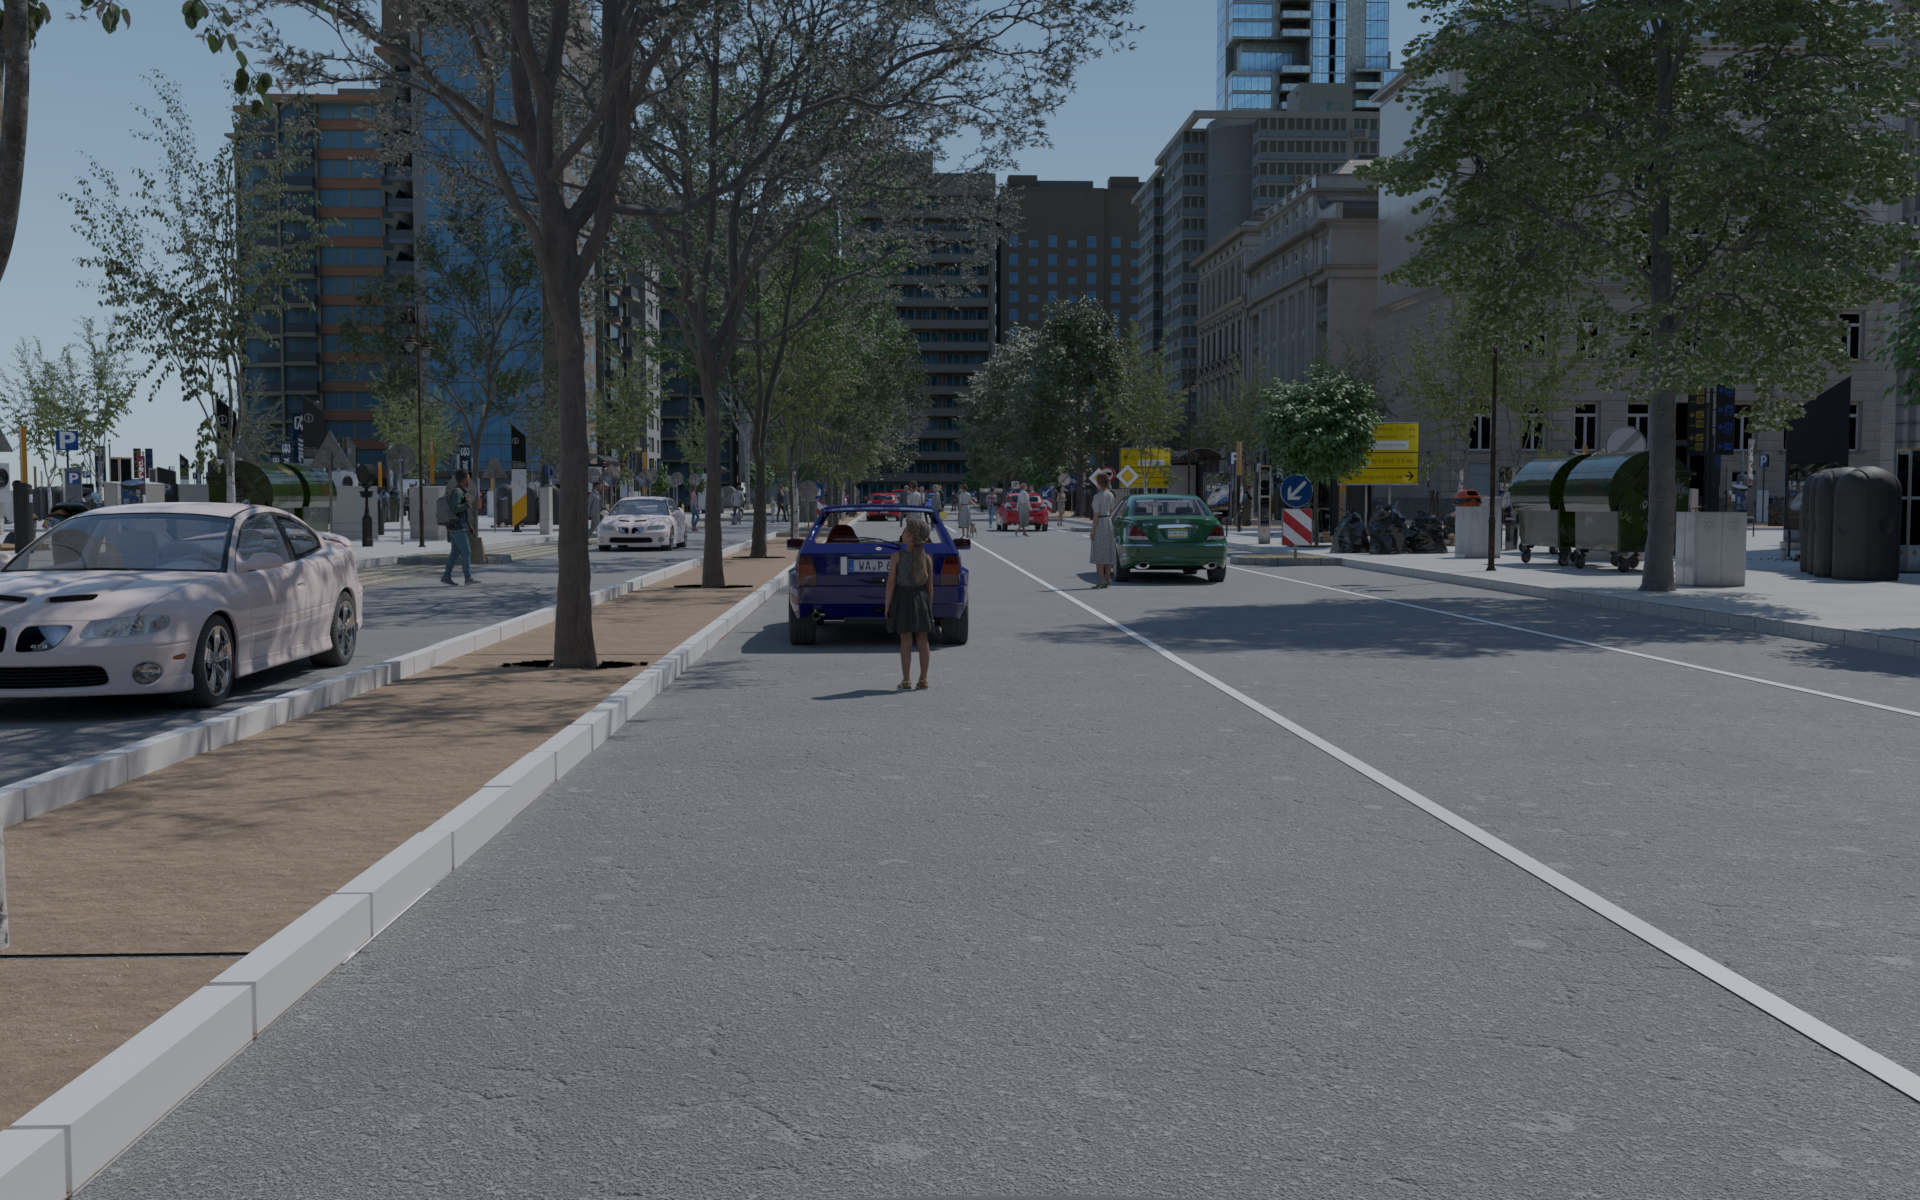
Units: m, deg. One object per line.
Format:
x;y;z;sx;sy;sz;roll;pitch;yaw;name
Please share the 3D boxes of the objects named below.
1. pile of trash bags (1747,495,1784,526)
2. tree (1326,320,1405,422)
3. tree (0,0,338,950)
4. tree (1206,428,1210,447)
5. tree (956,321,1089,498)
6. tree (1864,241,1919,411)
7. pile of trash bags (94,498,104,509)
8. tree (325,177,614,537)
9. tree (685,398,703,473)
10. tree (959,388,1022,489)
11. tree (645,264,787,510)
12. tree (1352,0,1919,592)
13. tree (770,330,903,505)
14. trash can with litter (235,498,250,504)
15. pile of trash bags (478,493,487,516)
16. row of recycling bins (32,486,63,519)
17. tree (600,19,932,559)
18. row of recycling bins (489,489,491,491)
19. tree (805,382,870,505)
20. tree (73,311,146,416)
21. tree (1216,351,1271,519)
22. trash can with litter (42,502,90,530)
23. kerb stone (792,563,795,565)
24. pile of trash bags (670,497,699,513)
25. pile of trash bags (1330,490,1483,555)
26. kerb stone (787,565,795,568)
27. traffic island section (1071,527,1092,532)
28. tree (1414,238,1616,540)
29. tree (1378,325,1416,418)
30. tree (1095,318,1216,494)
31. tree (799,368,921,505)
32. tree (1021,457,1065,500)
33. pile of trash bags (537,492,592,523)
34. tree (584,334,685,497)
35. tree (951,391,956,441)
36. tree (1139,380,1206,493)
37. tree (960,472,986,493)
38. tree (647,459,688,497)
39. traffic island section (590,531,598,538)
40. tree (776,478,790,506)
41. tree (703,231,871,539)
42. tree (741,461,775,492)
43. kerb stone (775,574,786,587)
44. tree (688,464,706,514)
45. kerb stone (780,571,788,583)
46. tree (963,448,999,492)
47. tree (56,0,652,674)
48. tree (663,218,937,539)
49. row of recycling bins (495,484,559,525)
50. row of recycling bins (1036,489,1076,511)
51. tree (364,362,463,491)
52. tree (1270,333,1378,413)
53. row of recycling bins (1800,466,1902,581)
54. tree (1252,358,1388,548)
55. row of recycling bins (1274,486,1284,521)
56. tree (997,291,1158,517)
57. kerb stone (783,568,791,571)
33.022;-3.686;70.025;3.447;1.369;1.912;3;5;44;pile of trash bags
17.004;-7.573;74.174;4.360;8.622;3.978;0;3;0;tree
-3.096;-3.216;5.402;4.360;8.622;3.978;0;3;0;tree
15.828;-10.575;123.268;4.360;8.622;3.978;0;3;0;tree
5.302;-13.590;128.849;9.857;13.997;8.962;0;3;0;tree
10.284;-1.999;16.393;4.285;4.588;4.351;0;3;0;tree
-26.922;-2.803;55.581;1.912;1.369;3.447;3;5;40;pile of trash bags
-14.548;-7.149;51.299;8.767;10.594;7.601;-1;4;-11;tree
-19.221;-10.969;129.703;4.737;8.622;4.395;0;3;0;tree
3.775;-15.572;172.726;7.486;12.596;7.792;0;3;0;tree
-18.509;-17.356;139.665;12.611;20.169;13.585;0;3;0;tree
9.195;-6.416;23.033;7.486;12.596;7.792;0;3;0;tree
-6.866;-10.813;97.378;7.486;12.596;7.792;0;3;0;tree
-13.580;-1.374;33.518;1.678;1.210;2.233;1;4;18;trash can with litter
-28.670;-5.640;101.971;1.912;1.369;3.447;-2;4;-28;pile of trash bags
-46.254;-4.979;88.527;3.534;1.692;1.069;2;4;35;row of recycling bins
-4.349;-6.714;37.981;9.928;11.665;9.643;0;3;0;tree
-35.324;-7.581;131.068;3.534;1.692;1.069;3;5;44;row of recycling bins
-6.208;-8.483;91.508;4.360;8.622;3.978;0;3;0;tree
-34.701;-7.276;69.318;4.737;8.622;4.395;0;3;0;tree
14.690;-8.441;88.376;4.737;8.622;4.395;0;3;0;tree
-12.721;-0.814;24.701;0.624;1.170;1.055;-2;4;-26;trash can with litter
-2.977;-0.513;30.642;0.120;0.150;1.000;0;4;-2;kerb stone
-18.445;-6.714;119.525;3.447;1.369;1.912;0;4;-7;pile of trash bags
9.948;-1.722;37.914;3.447;1.369;1.912;-1;4;-23;pile of trash bags
-2.933;-0.453;29.621;0.120;0.150;1.000;0;4;-2;kerb stone
5.335;-2.700;66.419;2.009;0.180;2.903;0;4;-2;traffic island section
15.500;-5.948;47.618;4.737;8.622;4.395;0;3;0;tree
15.137;-6.247;52.506;4.737;8.622;4.395;0;3;0;tree
7.703;-7.436;71.941;4.737;8.622;4.395;0;3;0;tree
-7.444;-12.162;118.312;9.611;12.733;9.660;0;3;0;tree
5.919;-8.462;122.073;4.285;4.588;4.351;0;3;0;tree
-17.884;-4.154;77.672;3.447;1.369;1.912;0;4;4;pile of trash bags
-15.200;-7.859;78.861;4.737;8.622;4.395;0;3;0;tree
4.098;-15.451;159.278;9.857;13.997;8.962;0;3;0;tree
13.106;-9.891;112.076;4.360;8.622;3.978;0;3;0;tree
1.720;-14.225;216.289;4.285;4.588;4.351;0;3;0;tree
-16.002;-6.027;93.137;1.663;3.219;1.824;0;3;0;tree
-11.619;-2.169;57.747;2.009;0.180;2.903;0;4;-2;traffic island section
-19.513;-12.090;192.273;1.663;3.219;1.824;0;3;0;tree
-4.461;-5.771;47.177;4.737;8.622;4.395;0;3;0;tree
-18.245;-10.545;156.126;4.285;4.588;4.351;0;3;0;tree
-2.797;-0.265;26.549;0.120;0.150;1.000;0;4;-2;kerb stone
-16.891;-7.149;111.486;1.663;3.219;1.824;0;3;0;tree
-2.835;-0.326;27.572;0.120;0.150;1.000;0;4;-2;kerb stone
2.656;-14.106;180.999;4.737;8.622;4.395;0;3;0;tree
-3.141;-6.173;13.748;12.009;13.543;11.850;0;3;0;tree
-5.066;-7.125;53.356;8.767;10.594;7.601;0;4;-2;tree
-17.486;-3.970;72.027;3.534;1.692;1.069;-1;4;-23;row of recycling bins
7.490;-7.640;132.029;3.534;1.692;1.069;-1;4;-21;row of recycling bins
-31.293;-8.968;96.984;4.737;8.622;4.395;0;3;0;tree
17.383;-7.901;79.539;4.737;8.622;4.395;0;3;0;tree
13.844;-1.221;27.081;1.069;1.692;3.534;1;4;17;row of recycling bins
8.739;-3.566;42.022;4.285;4.588;4.351;0;3;0;tree
16.027;-4.733;84.498;1.069;1.692;3.534;0;4;-2;row of recycling bins
6.738;-11.092;98.355;9.611;12.733;9.660;0;3;0;tree
-2.887;-0.389;28.593;0.120;0.150;1.000;0;4;-2;kerb stone
